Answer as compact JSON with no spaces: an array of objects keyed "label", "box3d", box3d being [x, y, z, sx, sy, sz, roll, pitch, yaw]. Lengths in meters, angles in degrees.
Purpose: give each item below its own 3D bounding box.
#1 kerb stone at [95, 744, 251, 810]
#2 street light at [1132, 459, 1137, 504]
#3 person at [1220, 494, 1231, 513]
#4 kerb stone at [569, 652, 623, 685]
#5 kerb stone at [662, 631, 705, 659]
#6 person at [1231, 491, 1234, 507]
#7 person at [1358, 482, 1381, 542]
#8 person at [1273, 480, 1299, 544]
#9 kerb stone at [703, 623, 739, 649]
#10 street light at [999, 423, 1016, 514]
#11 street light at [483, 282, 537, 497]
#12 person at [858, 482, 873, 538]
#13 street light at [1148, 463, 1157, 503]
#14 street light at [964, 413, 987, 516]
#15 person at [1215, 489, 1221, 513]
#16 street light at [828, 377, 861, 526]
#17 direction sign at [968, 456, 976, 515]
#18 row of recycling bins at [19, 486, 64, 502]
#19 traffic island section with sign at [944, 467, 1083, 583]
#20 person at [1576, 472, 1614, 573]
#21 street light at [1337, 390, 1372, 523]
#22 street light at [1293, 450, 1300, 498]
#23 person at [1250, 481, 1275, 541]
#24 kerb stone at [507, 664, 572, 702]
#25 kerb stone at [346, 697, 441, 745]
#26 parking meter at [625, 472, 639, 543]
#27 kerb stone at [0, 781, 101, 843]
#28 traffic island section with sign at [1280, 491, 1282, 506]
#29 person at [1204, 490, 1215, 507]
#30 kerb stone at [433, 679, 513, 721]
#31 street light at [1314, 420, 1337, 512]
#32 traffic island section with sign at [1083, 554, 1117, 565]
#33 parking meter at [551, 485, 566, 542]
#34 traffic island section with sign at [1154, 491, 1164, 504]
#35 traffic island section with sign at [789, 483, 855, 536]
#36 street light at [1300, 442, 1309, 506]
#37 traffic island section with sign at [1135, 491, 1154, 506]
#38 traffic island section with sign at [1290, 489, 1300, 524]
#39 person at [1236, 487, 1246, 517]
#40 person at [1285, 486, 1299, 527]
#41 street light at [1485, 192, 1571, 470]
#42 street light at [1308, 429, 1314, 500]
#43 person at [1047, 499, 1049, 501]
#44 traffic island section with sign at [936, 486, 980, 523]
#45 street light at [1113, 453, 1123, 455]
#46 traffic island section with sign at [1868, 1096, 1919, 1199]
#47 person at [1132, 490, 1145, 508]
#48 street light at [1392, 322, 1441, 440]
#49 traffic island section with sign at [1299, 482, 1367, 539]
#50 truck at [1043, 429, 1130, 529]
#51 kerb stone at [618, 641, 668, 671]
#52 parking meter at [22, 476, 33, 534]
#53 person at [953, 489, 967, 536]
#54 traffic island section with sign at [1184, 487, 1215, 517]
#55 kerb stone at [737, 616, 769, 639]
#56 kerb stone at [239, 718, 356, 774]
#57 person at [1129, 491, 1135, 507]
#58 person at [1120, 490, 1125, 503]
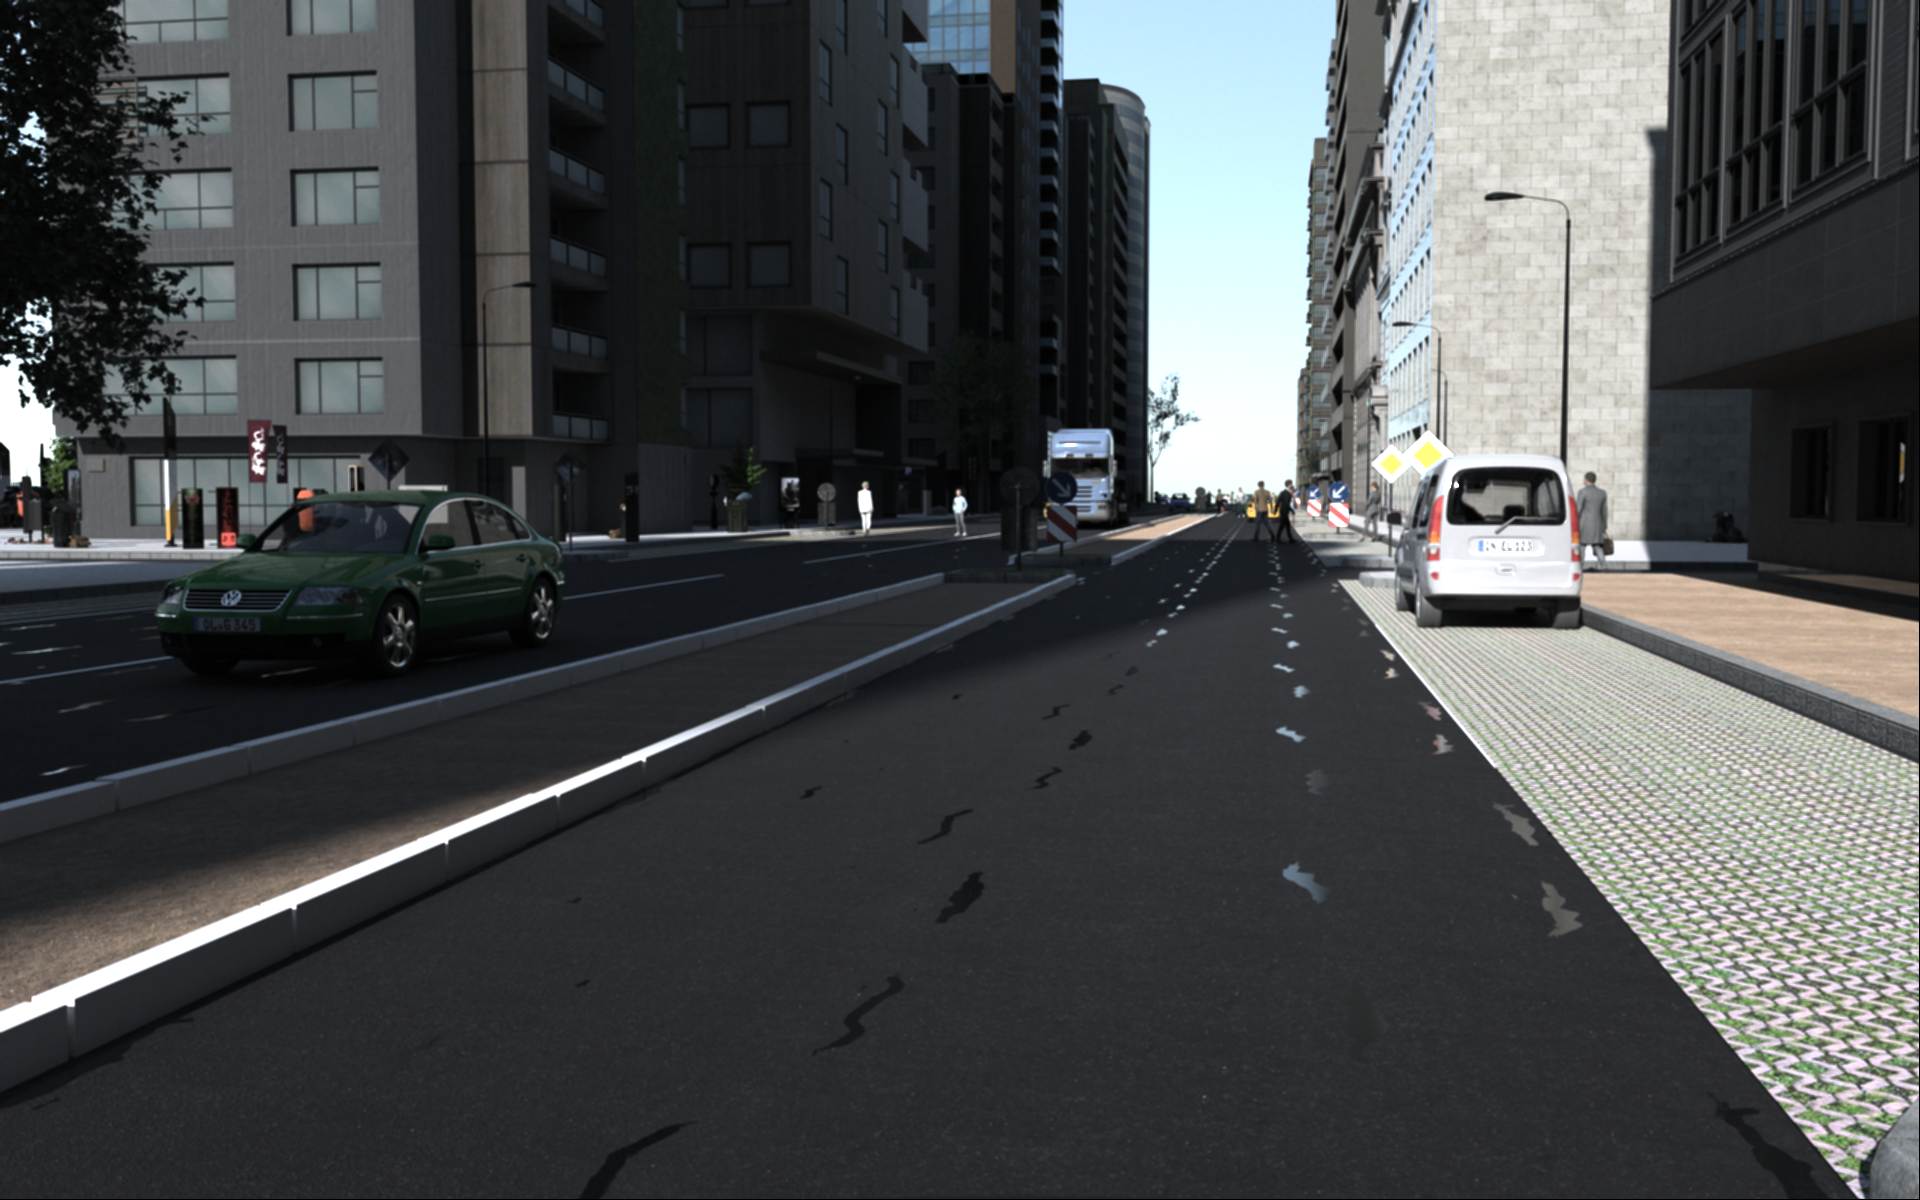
[{"label":"kerb stone","box3d":[-3.755,0.850,8.298,0.120,0.150,1.000,1,4,10]},{"label":"street light","box3d":[23.174,-15.519,226.277,1.470,5.913,1.316,1,4,10]},{"label":"person","box3d":[19.575,-7.104,127.831,0.628,1.438,0.799,3,4,36]},{"label":"kerb stone","box3d":[-2.857,0.540,13.362,0.120,0.150,1.000,1,4,10]},{"label":"kerb stone","box3d":[-2.510,0.416,15.386,0.120,0.150,1.000,1,4,10]},{"label":"person","box3d":[29.841,-11.090,190.538,0.721,1.743,1.217,0,4,4]},{"label":"person","box3d":[12.186,-2.616,51.552,0.573,1.790,0.520,3,4,36]},{"label":"person","box3d":[9.496,-2.565,50.212,0.755,1.850,0.659,0,4,-2]},{"label":"kerb stone","box3d":[-2.324,0.357,16.392,0.120,0.150,1.000,1,4,10]},{"label":"street light","box3d":[3.282,-8.631,113.650,1.470,5.913,1.316,1,4,10]},{"label":"street light","box3d":[-9.933,-4.012,38.129,1.470,5.913,1.316,1,4,10]},{"label":"person","box3d":[-3.088,-2.954,56.675,0.514,1.842,0.818,0,4,2]},{"label":"street light","box3d":[28.532,-17.393,256.922,1.470,5.913,1.316,1,4,10]},{"label":"street light","box3d":[0.832,-7.760,99.411,1.470,5.913,1.316,1,4,10]},{"label":"person","box3d":[19.690,-7.541,131.797,0.705,1.823,1.348,0,4,-4]},{"label":"street light","box3d":[-4.593,-5.886,68.778,1.470,5.913,1.316,1,4,10]},{"label":"direction sign","box3d":[0.744,-6.860,104.154,0.379,3.537,0.876,-2,4,-31]},{"label":"row of recycling bins","box3d":[-52.963,-5.701,100.317,1.069,1.692,3.534,0,4,5]},{"label":"traffic island section with sign","box3d":[0.887,-1.252,28.604,2.006,1.907,1.989,1,4,10]},{"label":"person","box3d":[10.852,-1.299,29.840,0.694,1.812,0.767,-1,4,-16]},{"label":"street light","box3d":[17.699,-6.412,77.372,1.470,5.913,1.316,1,4,10]},{"label":"street light","box3d":[36.489,-12.942,184.137,1.470,5.913,1.316,1,4,10]},{"label":"person","box3d":[9.325,-2.737,53.168,0.836,1.842,0.656,3,5,40]},{"label":"kerb stone","box3d":[-3.038,0.602,12.355,0.120,0.150,1.000,1,4,10]},{"label":"kerb stone","box3d":[-3.397,0.726,10.322,0.120,0.150,1.000,1,4,10]},{"label":"parking meter","box3d":[-8.706,-2.462,45.968,0.255,1.863,0.399,1,4,11]},{"label":"kerb stone","box3d":[-3.931,0.920,7.280,0.120,0.150,1.000,1,4,10]},{"label":"traffic island section with sign","box3d":[25.745,-7.631,133.397,1.989,1.847,2.006,1,4,10]},{"label":"person","box3d":[26.818,-10.878,186.380,1.348,1.821,0.705,0,4,3]},{"label":"kerb stone","box3d":[-3.217,0.664,11.337,0.120,0.150,1.000,1,4,10]},{"label":"street light","box3d":[23.020,-8.286,108.024,1.470,5.913,1.316,1,4,10]},{"label":"traffic island section with sign","box3d":[2.183,-1.698,35.897,2.006,1.907,1.989,1,4,10]},{"label":"parking meter","box3d":[-10.729,-2.317,46.298,0.372,1.533,0.369,0,3,0]},{"label":"traffic island section with sign","box3d":[27.798,-14.428,244.529,1.989,1.847,2.006,1,4,10]},{"label":"traffic island section with sign","box3d":[-4.714,-3.147,60.086,1.989,1.847,2.006,1,4,10]},{"label":"street light","box3d":[31.121,-11.067,153.493,1.470,5.913,1.316,1,4,10]},{"label":"traffic island section with sign","box3d":[23.041,-12.779,217.558,1.989,1.847,2.006,1,4,10]},{"label":"traffic island section with sign","box3d":[16.970,-4.588,83.647,1.989,1.847,2.006,1,4,10]},{"label":"person","box3d":[17.324,-6.024,106.837,0.661,1.843,0.795,1,4,17]},{"label":"person","box3d":[14.511,-4.110,75.800,0.616,1.811,0.778,3,5,44]},{"label":"street light","box3d":[8.764,-3.313,26.706,1.470,5.913,1.316,1,4,10]},{"label":"street light","box3d":[25.673,-9.194,122.864,1.470,5.913,1.316,1,4,10]},{"label":"person","box3d":[6.806,-7.168,126.409,0.721,1.736,1.217,-3,5,-39]},{"label":"traffic island section with sign","box3d":[-0.030,-4.771,86.632,1.989,1.847,2.006,1,4,10]},{"label":"street light","box3d":[17.723,-13.646,195.648,1.470,5.913,1.316,1,4,10]},{"label":"traffic island section with sign","box3d":[2.713,0.356,2.802,1.989,1.847,2.006,1,4,10]},{"label":"person","box3d":[18.153,-10.269,176.358,1.348,1.831,0.705,0,4,5]},{"label":"street light","box3d":[12.340,-4.537,46.727,1.470,5.913,1.316,1,4,10]},{"label":"traffic island section with sign","box3d":[12.084,-2.892,55.916,1.989,1.847,2.006,1,4,10]},{"label":"truck","box3d":[5.974,-5.360,77.387,2.967,4.110,18.799,1,4,8]},{"label":"kerb stone","box3d":[-2.677,0.478,14.378,0.120,0.150,1.000,1,4,10]},{"label":"parking meter","box3d":[-30.401,-3.103,56.448,0.255,1.863,0.399,-2,4,-24]},{"label":"person","box3d":[-0.022,-3.013,59.568,0.589,1.601,0.330,3,5,41]},{"label":"traffic island section with sign","box3d":[15.220,-6.224,109.901,2.006,1.907,1.989,1,4,10]},{"label":"kerb stone","box3d":[-2.148,0.293,17.405,0.120,0.150,1.000,1,4,10]},{"label":"kerb stone","box3d":[-3.577,0.788,9.313,0.120,0.150,1.000,1,4,10]},{"label":"person","box3d":[18.589,-10.854,186.419,0.568,1.767,0.683,3,5,44]},{"label":"person","box3d":[12.087,-7.329,129.275,0.436,1.711,0.756,2,4,29]}]
